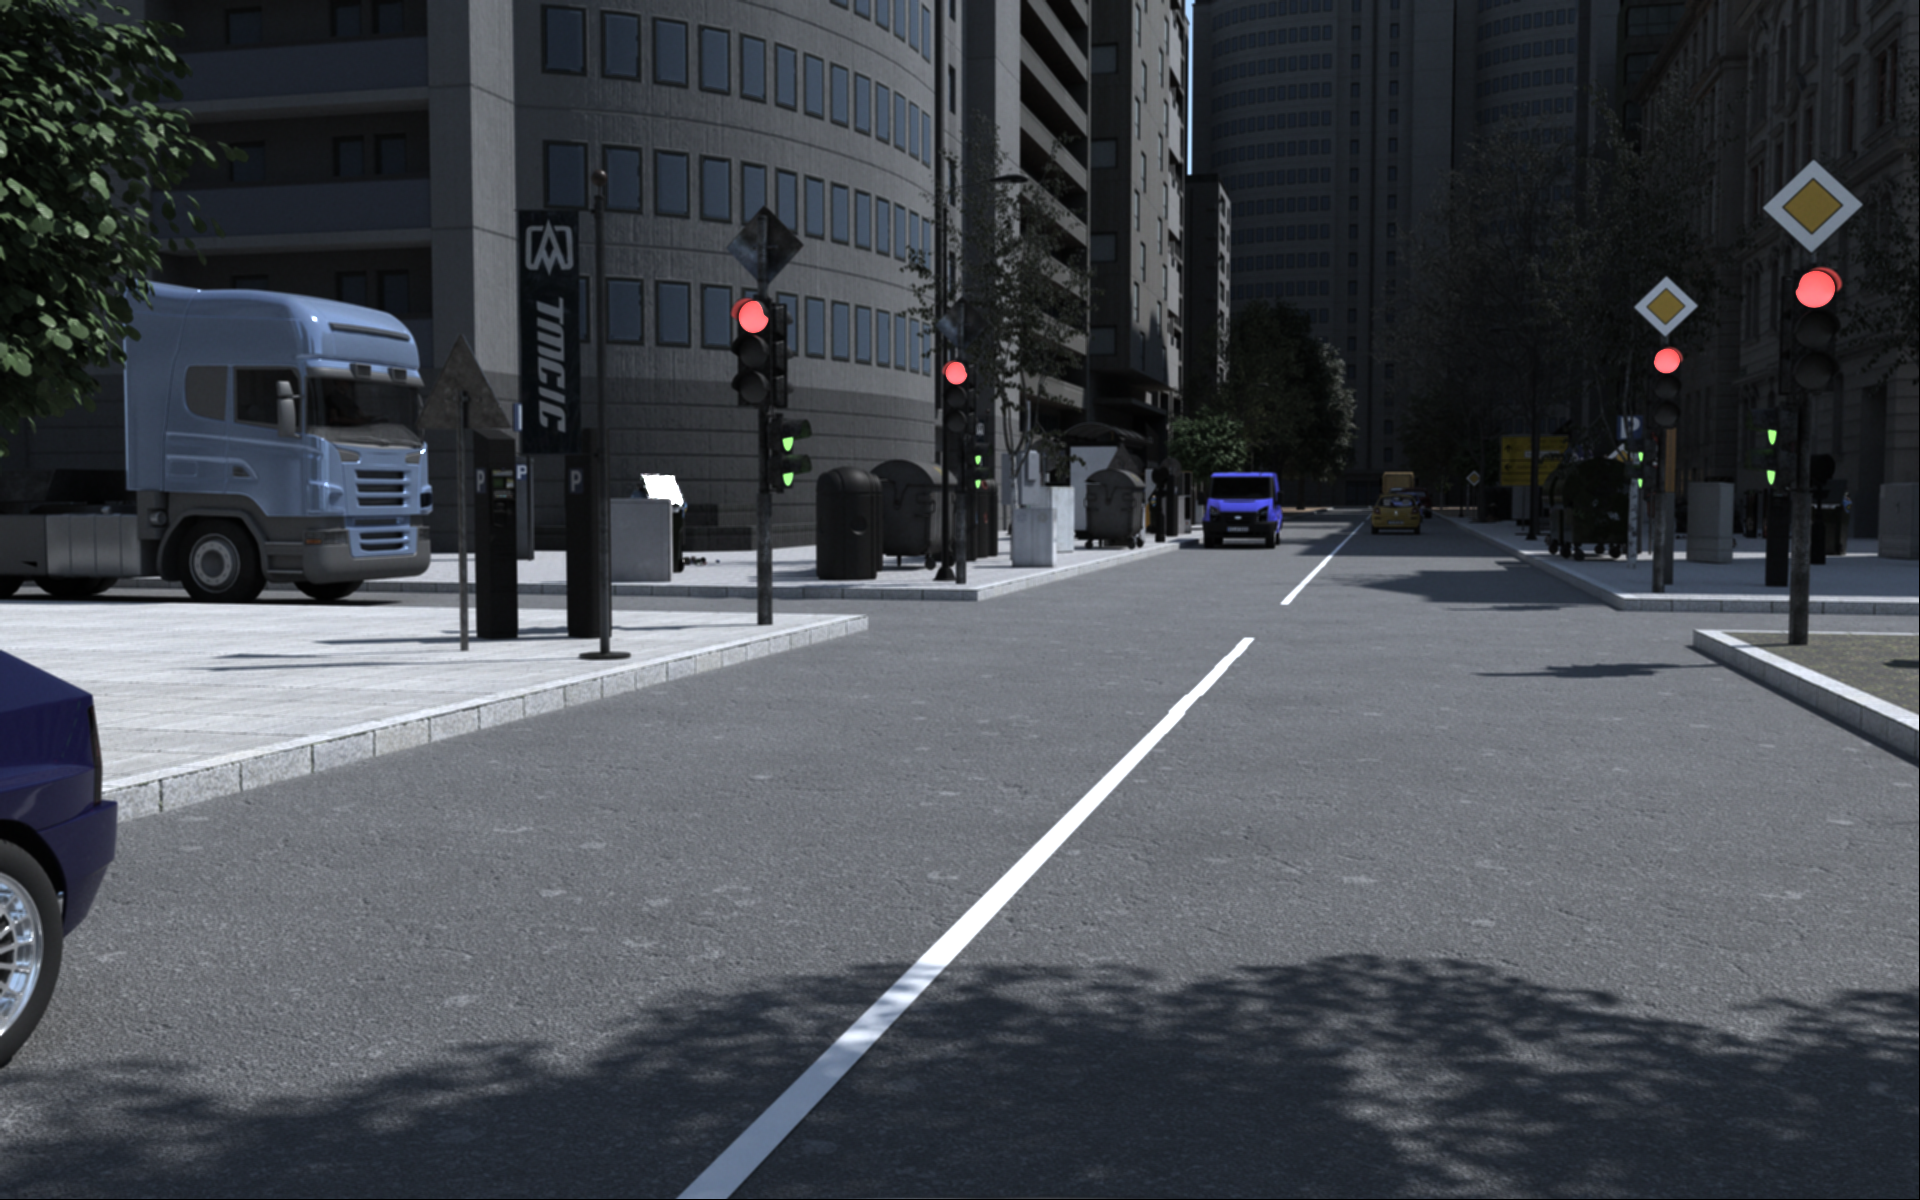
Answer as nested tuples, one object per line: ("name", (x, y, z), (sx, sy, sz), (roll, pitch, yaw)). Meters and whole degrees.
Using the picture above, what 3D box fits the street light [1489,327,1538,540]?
("street light", (15.416, -4.632, 48.268), (1.470, 5.913, 1.316), (1, 4, 14))

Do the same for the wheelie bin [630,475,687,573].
("wheelie bin", (-4.960, -1.245, 28.270), (0.980, 1.594, 0.693), (-3, 5, -42))

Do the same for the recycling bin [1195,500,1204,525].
("recycling bin", (9.909, -3.702, 73.081), (0.722, 1.027, 0.722), (1, 4, 9))

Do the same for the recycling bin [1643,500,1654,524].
("recycling bin", (30.329, -3.856, 75.601), (0.722, 1.027, 0.722), (-1, 4, -22))

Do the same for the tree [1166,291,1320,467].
("tree", (12.954, -8.869, 79.422), (7.601, 10.594, 8.767), (1, 4, 9))

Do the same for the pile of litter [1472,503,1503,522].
("pile of litter", (24.817, -4.127, 81.447), (1.176, 0.858, 1.719), (-1, 4, -8))

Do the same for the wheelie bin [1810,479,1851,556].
("wheelie bin", (18.228, -1.739, 36.346), (0.980, 1.594, 0.693), (3, 5, 45))

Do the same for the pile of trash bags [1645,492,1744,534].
("pile of trash bags", (24.225, -2.914, 57.391), (1.912, 1.369, 3.447), (-2, 4, -31))

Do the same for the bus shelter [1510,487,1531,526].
("bus shelter", (22.563, -4.521, 67.847), (2.014, 3.302, 5.546), (1, 4, 14))

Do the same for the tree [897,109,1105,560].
("tree", (0.973, -5.065, 33.169), (4.360, 8.622, 3.978), (0, 3, 0))

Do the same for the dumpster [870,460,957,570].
("dumpster", (-0.829, -1.483, 30.004), (1.264, 1.857, 1.865), (1, 4, 14))

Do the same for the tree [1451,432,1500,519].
("tree", (26.907, -6.448, 89.131), (4.285, 4.588, 4.351), (0, 3, 0))

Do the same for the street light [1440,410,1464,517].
("street light", (27.095, -7.514, 95.391), (1.470, 5.913, 1.316), (1, 4, 14))

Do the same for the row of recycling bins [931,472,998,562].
("row of recycling bins", (0.071, -1.674, 34.486), (1.069, 1.692, 3.534), (1, 4, 10))

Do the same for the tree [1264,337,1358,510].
("tree", (28.018, -14.399, 142.073), (9.857, 13.997, 8.962), (0, 3, 0))

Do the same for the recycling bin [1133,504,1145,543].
("recycling bin", (4.401, -2.007, 45.371), (0.722, 1.027, 0.722), (2, 4, 28))

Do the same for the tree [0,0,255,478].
("tree", (-5.366, -1.525, 8.653), (4.285, 4.588, 4.351), (0, 3, 0))

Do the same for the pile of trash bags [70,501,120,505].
("pile of trash bags", (-40.953, -4.301, 80.079), (3.447, 1.369, 1.912), (2, 4, 29))

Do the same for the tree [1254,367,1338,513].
("tree", (21.886, -11.792, 118.557), (9.928, 11.665, 9.643), (0, 3, 0))

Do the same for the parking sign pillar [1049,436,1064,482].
("parking sign pillar", (4.137, -5.564, 79.443), (1.447, 3.967, 1.447), (3, 5, 43))

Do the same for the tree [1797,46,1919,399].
("tree", (15.726, -4.712, 27.400), (4.360, 8.622, 3.978), (0, 3, 0))

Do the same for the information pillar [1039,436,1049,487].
("information pillar", (3.339, -4.725, 68.602), (0.504, 3.616, 0.183), (3, 5, 40))

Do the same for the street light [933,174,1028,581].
("street light", (0.307, -3.233, 25.397), (1.470, 5.913, 1.316), (1, 4, 14))

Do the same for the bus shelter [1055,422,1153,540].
("bus shelter", (4.330, -3.504, 51.210), (2.014, 3.302, 5.546), (1, 4, 14))

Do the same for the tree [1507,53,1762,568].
("tree", (11.669, -4.864, 29.892), (4.360, 8.622, 3.978), (0, 3, 0))

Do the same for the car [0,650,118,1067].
("car", (-3.562, 0.576, 3.164), (1.945, 1.354, 3.894), (1, 4, 16))

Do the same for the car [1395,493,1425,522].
("car", (22.836, -4.844, 88.783), (1.945, 1.707, 3.694), (1, 4, 14))

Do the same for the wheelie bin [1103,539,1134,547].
("wheelie bin", (3.822, -2.110, 42.412), (0.980, 1.594, 0.693), (-2, 4, -25))

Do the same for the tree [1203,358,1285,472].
("tree", (14.862, -8.538, 89.957), (4.737, 8.622, 4.395), (0, 3, 0))

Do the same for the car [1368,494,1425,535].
("car", (15.788, -3.208, 62.668), (2.015, 1.641, 3.980), (1, 4, 14))

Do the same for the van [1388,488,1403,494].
("van", (29.949, -6.801, 118.214), (2.013, 2.044, 4.112), (1, 4, 13))

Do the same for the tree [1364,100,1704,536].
("tree", (17.954, -8.781, 53.939), (12.009, 13.543, 11.850), (0, 3, 0))

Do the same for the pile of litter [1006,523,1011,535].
("pile of litter", (2.219, -2.474, 54.422), (1.719, 0.858, 1.176), (-1, 4, -13))

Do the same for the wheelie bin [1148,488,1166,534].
("wheelie bin", (6.537, -2.967, 56.410), (0.693, 1.594, 0.980), (1, 4, 22))

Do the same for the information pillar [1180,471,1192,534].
("information pillar", (7.327, -3.166, 56.263), (0.304, 2.012, 0.304), (-1, 4, -16))

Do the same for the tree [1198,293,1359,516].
("tree", (17.998, -11.147, 99.262), (9.611, 12.733, 9.660), (0, 3, 0))

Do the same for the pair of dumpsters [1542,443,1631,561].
("pair of dumpsters", (12.703, -1.978, 34.840), (1.574, 2.255, 4.437), (1, 4, 14))

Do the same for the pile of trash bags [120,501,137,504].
("pile of trash bags", (-40.835, -4.811, 88.404), (3.447, 1.369, 1.912), (2, 4, 29))

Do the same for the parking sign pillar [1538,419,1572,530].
("parking sign pillar", (21.167, -4.493, 61.938), (1.447, 3.967, 1.447), (-1, 4, -18))

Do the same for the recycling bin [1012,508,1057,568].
("recycling bin", (1.317, -1.103, 30.593), (0.722, 1.027, 0.722), (1, 4, 9))

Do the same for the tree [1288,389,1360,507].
("tree", (34.552, -15.211, 166.829), (7.486, 12.596, 7.792), (0, 3, 0))

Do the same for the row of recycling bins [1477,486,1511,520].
("row of recycling bins", (26.583, -4.765, 85.023), (3.534, 1.692, 1.069), (-3, 5, -44))

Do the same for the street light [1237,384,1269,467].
("street light", (12.278, -6.150, 73.097), (1.470, 5.913, 1.316), (1, 4, 14))

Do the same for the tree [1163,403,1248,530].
("tree", (8.980, -4.844, 62.910), (4.285, 4.588, 4.351), (0, 3, 0))

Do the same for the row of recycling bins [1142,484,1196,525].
("row of recycling bins", (8.007, -3.961, 71.878), (3.534, 1.692, 1.069), (1, 4, 12))

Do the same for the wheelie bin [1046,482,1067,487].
("wheelie bin", (2.528, -2.312, 45.710), (0.980, 1.594, 0.693), (0, 4, -7))

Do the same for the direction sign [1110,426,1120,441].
("direction sign", (5.165, -4.020, 57.726), (0.379, 3.537, 0.876), (-1, 4, -16))

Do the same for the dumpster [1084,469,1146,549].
("dumpster", (3.646, -2.148, 40.872), (1.264, 1.857, 1.865), (1, 4, 14))

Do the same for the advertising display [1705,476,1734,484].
("advertising display", (27.741, -3.555, 63.339), (0.974, 1.923, 0.123), (1, 4, 20))

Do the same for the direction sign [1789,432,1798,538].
("direction sign", (24.255, -3.556, 50.141), (0.379, 3.537, 0.876), (1, 4, 15))

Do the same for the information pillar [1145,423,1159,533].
("information pillar", (6.335, -4.035, 57.323), (0.504, 3.616, 0.183), (-2, 4, -27))

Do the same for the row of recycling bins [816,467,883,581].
("row of recycling bins", (-1.749, -1.240, 27.386), (1.069, 1.692, 3.534), (0, 4, 0))

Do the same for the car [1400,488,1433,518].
("car", (27.401, -5.866, 104.587), (2.281, 1.827, 5.304), (1, 4, 13))

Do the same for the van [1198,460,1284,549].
("van", (7.766, -2.629, 47.376), (2.240, 2.365, 5.245), (1, 4, 13))
